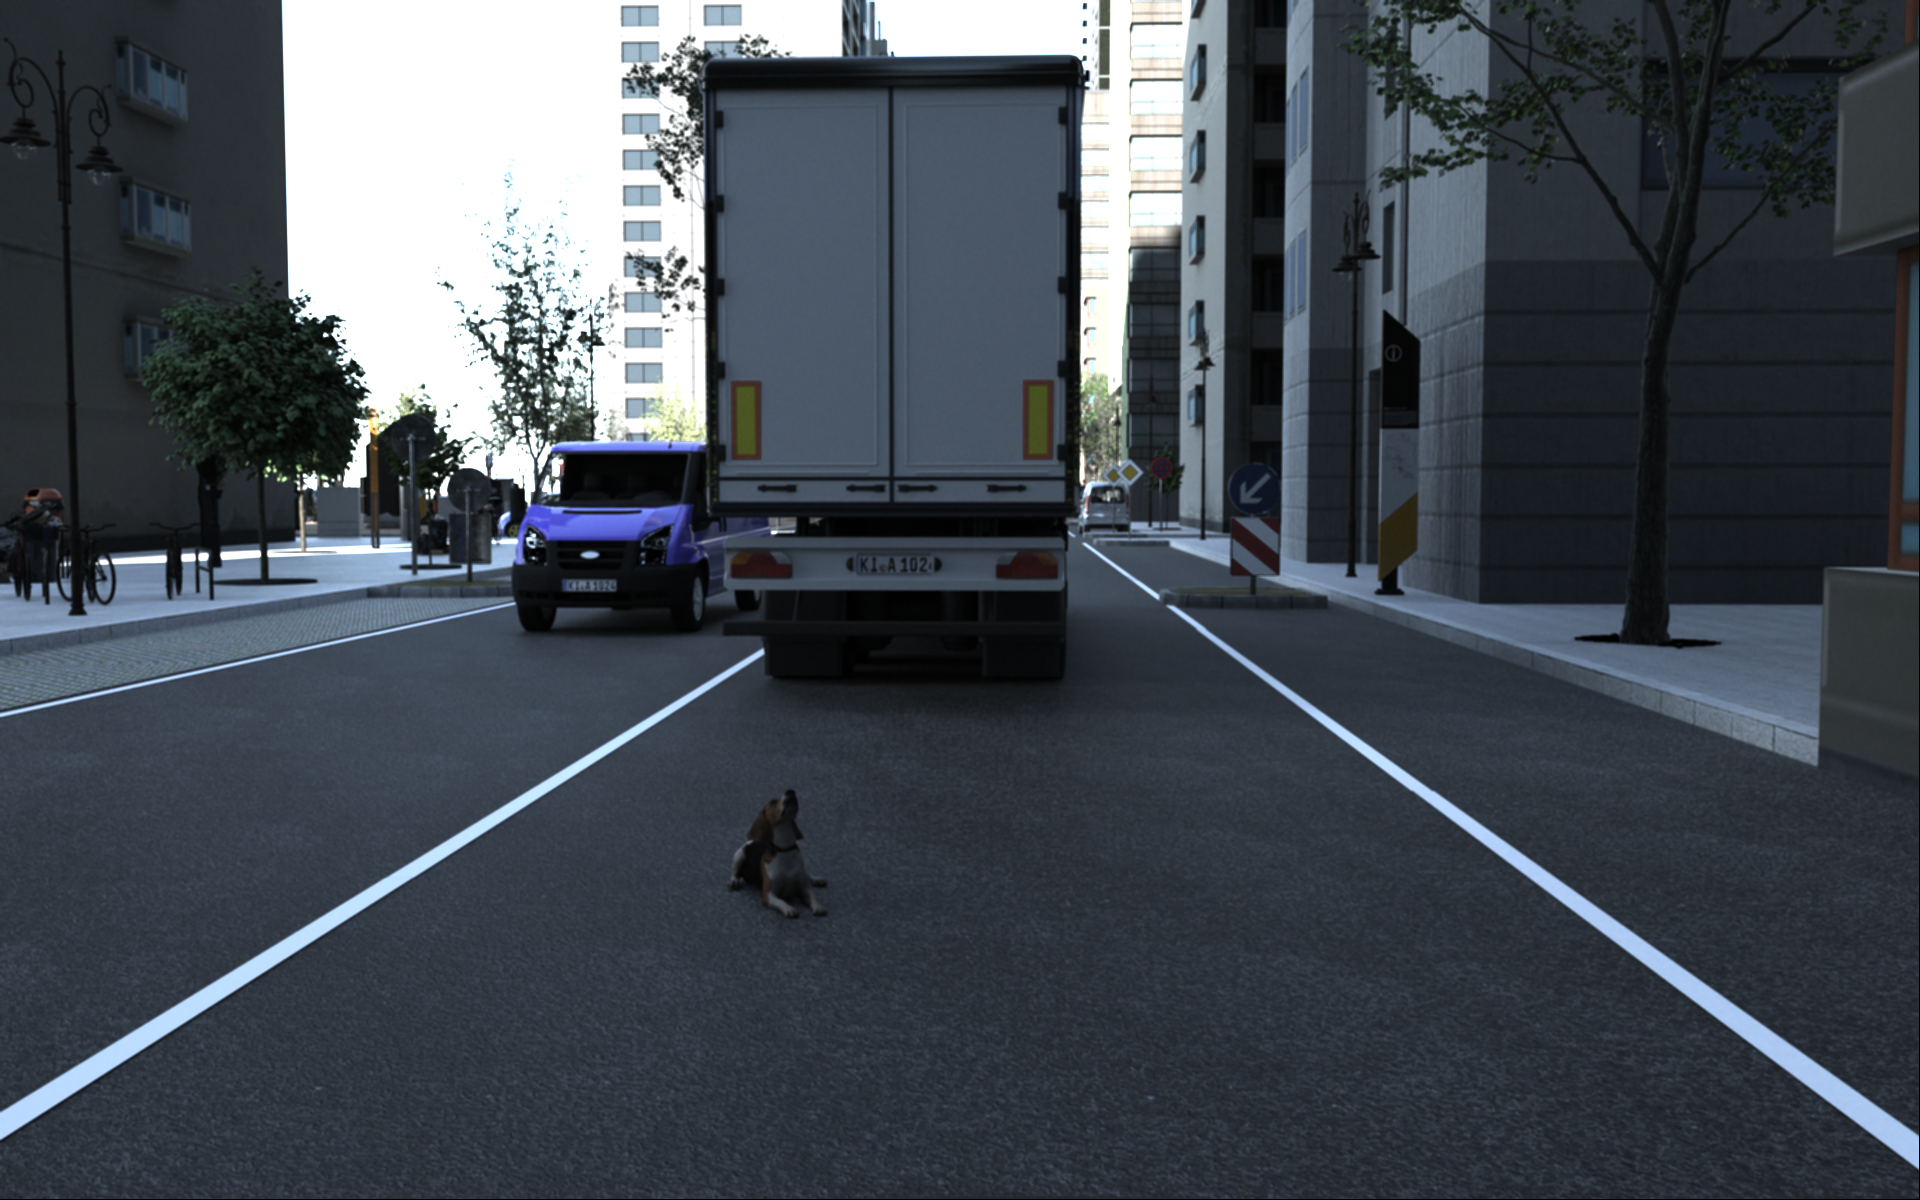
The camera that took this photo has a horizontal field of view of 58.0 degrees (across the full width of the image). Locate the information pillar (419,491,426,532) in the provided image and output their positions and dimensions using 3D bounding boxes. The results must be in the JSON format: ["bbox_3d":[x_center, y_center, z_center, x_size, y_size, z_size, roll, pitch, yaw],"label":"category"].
[{"bbox_3d":[-18.442,-4.133,58.925,0.504,3.616,0.183,0,4,-6],"label":"information pillar"}]

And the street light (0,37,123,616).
[{"bbox_3d":[-9.356,-2.777,18.186,0.468,5.910,1.993,0,4,2],"label":"street light"}]

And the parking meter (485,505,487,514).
[{"bbox_3d":[-27.684,-5.701,101.622,0.372,1.533,0.369,0,3,0],"label":"parking meter"}]

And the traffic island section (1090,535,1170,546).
[{"bbox_3d":[4.817,-1.634,48.998,2.009,0.180,2.903,0,4,2],"label":"traffic island section"}]

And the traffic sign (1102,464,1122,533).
[{"bbox_3d":[5.051,-3.258,56.903,0.795,2.450,0.064,0,4,2],"label":"traffic sign"}]

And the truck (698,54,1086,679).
[{"bbox_3d":[-0.169,-1.700,16.716,2.839,4.237,11.283,0,4,3],"label":"truck"}]

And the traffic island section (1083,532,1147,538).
[{"bbox_3d":[5.075,-2.122,56.979,2.009,0.180,2.903,0,4,2],"label":"traffic island section"}]

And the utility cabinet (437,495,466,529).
[{"bbox_3d":[-18.763,-3.228,63.944,1.020,1.237,0.306,1,4,14],"label":"utility cabinet"}]

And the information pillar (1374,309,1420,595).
[{"bbox_3d":[5.558,-1.873,21.979,0.504,3.616,0.183,0,4,3],"label":"information pillar"}]

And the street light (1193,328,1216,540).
[{"bbox_3d":[6.821,-4.628,48.455,0.468,5.910,1.993,0,4,2],"label":"street light"}]

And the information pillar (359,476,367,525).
[{"bbox_3d":[-24.732,-4.127,71.962,0.304,2.012,0.304,3,5,44],"label":"information pillar"}]

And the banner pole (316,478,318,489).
[{"bbox_3d":[-46.990,-8.403,127.410,0.863,3.779,0.401,0,4,4],"label":"banner pole"}]

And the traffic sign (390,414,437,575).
[{"bbox_3d":[-8.690,-1.677,27.525,0.768,2.556,0.104,0,4,5],"label":"traffic sign"}]

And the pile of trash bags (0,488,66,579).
[{"bbox_3d":[-14.974,-1.051,26.930,3.447,1.369,1.912,2,4,33],"label":"pile of trash bags"}]

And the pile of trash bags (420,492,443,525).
[{"bbox_3d":[-23.439,-4.173,77.979,1.912,1.369,3.447,1,4,19],"label":"pile of trash bags"}]

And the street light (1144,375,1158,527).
[{"bbox_3d":[7.397,-5.774,67.199,0.468,5.910,1.993,0,4,2],"label":"street light"}]

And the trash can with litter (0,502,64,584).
[{"bbox_3d":[-13.533,-0.830,24.950,1.055,1.170,0.624,-3,4,-37],"label":"trash can with litter"}]

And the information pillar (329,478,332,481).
[{"bbox_3d":[-48.218,-8.635,132.534,0.183,3.616,0.504,1,4,19],"label":"information pillar"}]

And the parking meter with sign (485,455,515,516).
[{"bbox_3d":[-20.376,-4.982,77.709,1.738,3.016,0.543,1,4,15],"label":"parking meter with sign"}]

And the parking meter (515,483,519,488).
[{"bbox_3d":[-22.681,-5.060,88.447,0.255,1.863,0.399,1,4,8],"label":"parking meter"}]

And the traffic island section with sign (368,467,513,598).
[{"bbox_3d":[-7.119,-0.981,24.674,1.989,1.847,2.006,0,4,2],"label":"traffic island section with sign"}]

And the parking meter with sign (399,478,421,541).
[{"bbox_3d":[-15.202,-3.148,47.724,0.543,3.016,1.738,-2,4,-27],"label":"parking meter with sign"}]

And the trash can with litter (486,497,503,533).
[{"bbox_3d":[-15.488,-2.804,57.227,0.624,1.170,1.055,-2,4,-31],"label":"trash can with litter"}]

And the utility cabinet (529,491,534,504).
[{"bbox_3d":[-28.943,-6.741,118.901,1.173,1.500,0.318,-1,4,-20],"label":"utility cabinet"}]

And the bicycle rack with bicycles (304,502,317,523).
[{"bbox_3d":[-28.939,-3.895,77.063,2.925,0.926,2.852,2,4,34],"label":"bicycle rack with bicycles"}]

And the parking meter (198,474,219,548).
[{"bbox_3d":[-17.476,-2.114,40.273,0.399,1.863,0.255,-3,4,-37],"label":"parking meter"}]

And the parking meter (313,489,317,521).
[{"bbox_3d":[-30.121,-4.450,81.173,0.372,1.533,0.369,0,3,0],"label":"parking meter"}]

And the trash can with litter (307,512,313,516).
[{"bbox_3d":[-37.132,-5.406,99.773,1.055,1.170,0.624,1,4,8],"label":"trash can with litter"}]

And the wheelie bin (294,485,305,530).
[{"bbox_3d":[-23.749,-3.287,61.653,0.693,1.594,0.980,-3,5,-41],"label":"wheelie bin"}]

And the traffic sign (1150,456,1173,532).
[{"bbox_3d":[6.826,-3.584,58.710,0.768,2.556,0.104,0,4,8],"label":"traffic sign"}]

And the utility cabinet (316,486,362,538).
[{"bbox_3d":[-17.974,-2.537,50.155,1.173,1.500,0.318,0,4,-4],"label":"utility cabinet"}]

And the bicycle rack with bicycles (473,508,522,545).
[{"bbox_3d":[-11.319,-1.825,43.220,2.852,0.926,2.925,0,4,5],"label":"bicycle rack with bicycles"}]

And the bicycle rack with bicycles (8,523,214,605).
[{"bbox_3d":[-10.295,-0.471,21.087,2.852,0.926,2.925,-2,4,-28],"label":"bicycle rack with bicycles"}]

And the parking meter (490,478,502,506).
[{"bbox_3d":[-17.059,-3.547,63.709,0.399,1.863,0.255,0,4,7],"label":"parking meter"}]

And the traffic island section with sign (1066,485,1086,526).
[{"bbox_3d":[5.484,-4.346,79.686,1.989,1.847,2.006,0,4,2],"label":"traffic island section with sign"}]

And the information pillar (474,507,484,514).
[{"bbox_3d":[-18.759,-3.853,67.485,0.304,2.012,0.304,-3,4,-38],"label":"information pillar"}]

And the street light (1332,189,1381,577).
[{"bbox_3d":[6.070,-3.297,26.690,0.468,5.910,1.993,0,4,2],"label":"street light"}]

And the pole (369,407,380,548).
[{"bbox_3d":[-13.813,-2.874,40.839,0.158,3.312,0.155,0,3,0],"label":"pole"}]

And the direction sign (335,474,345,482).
[{"bbox_3d":[-40.100,-7.336,111.932,0.379,3.537,0.876,2,4,28],"label":"direction sign"}]

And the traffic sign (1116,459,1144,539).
[{"bbox_3d":[4.793,-2.769,48.922,0.795,2.450,0.064,0,4,2],"label":"traffic sign"}]

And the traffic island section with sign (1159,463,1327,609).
[{"bbox_3d":[3.639,-0.857,22.643,1.989,1.847,2.006,0,4,2],"label":"traffic island section with sign"}]

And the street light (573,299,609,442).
[{"bbox_3d":[-8.631,-4.152,40.671,0.468,5.910,1.993,0,4,2],"label":"street light"}]
